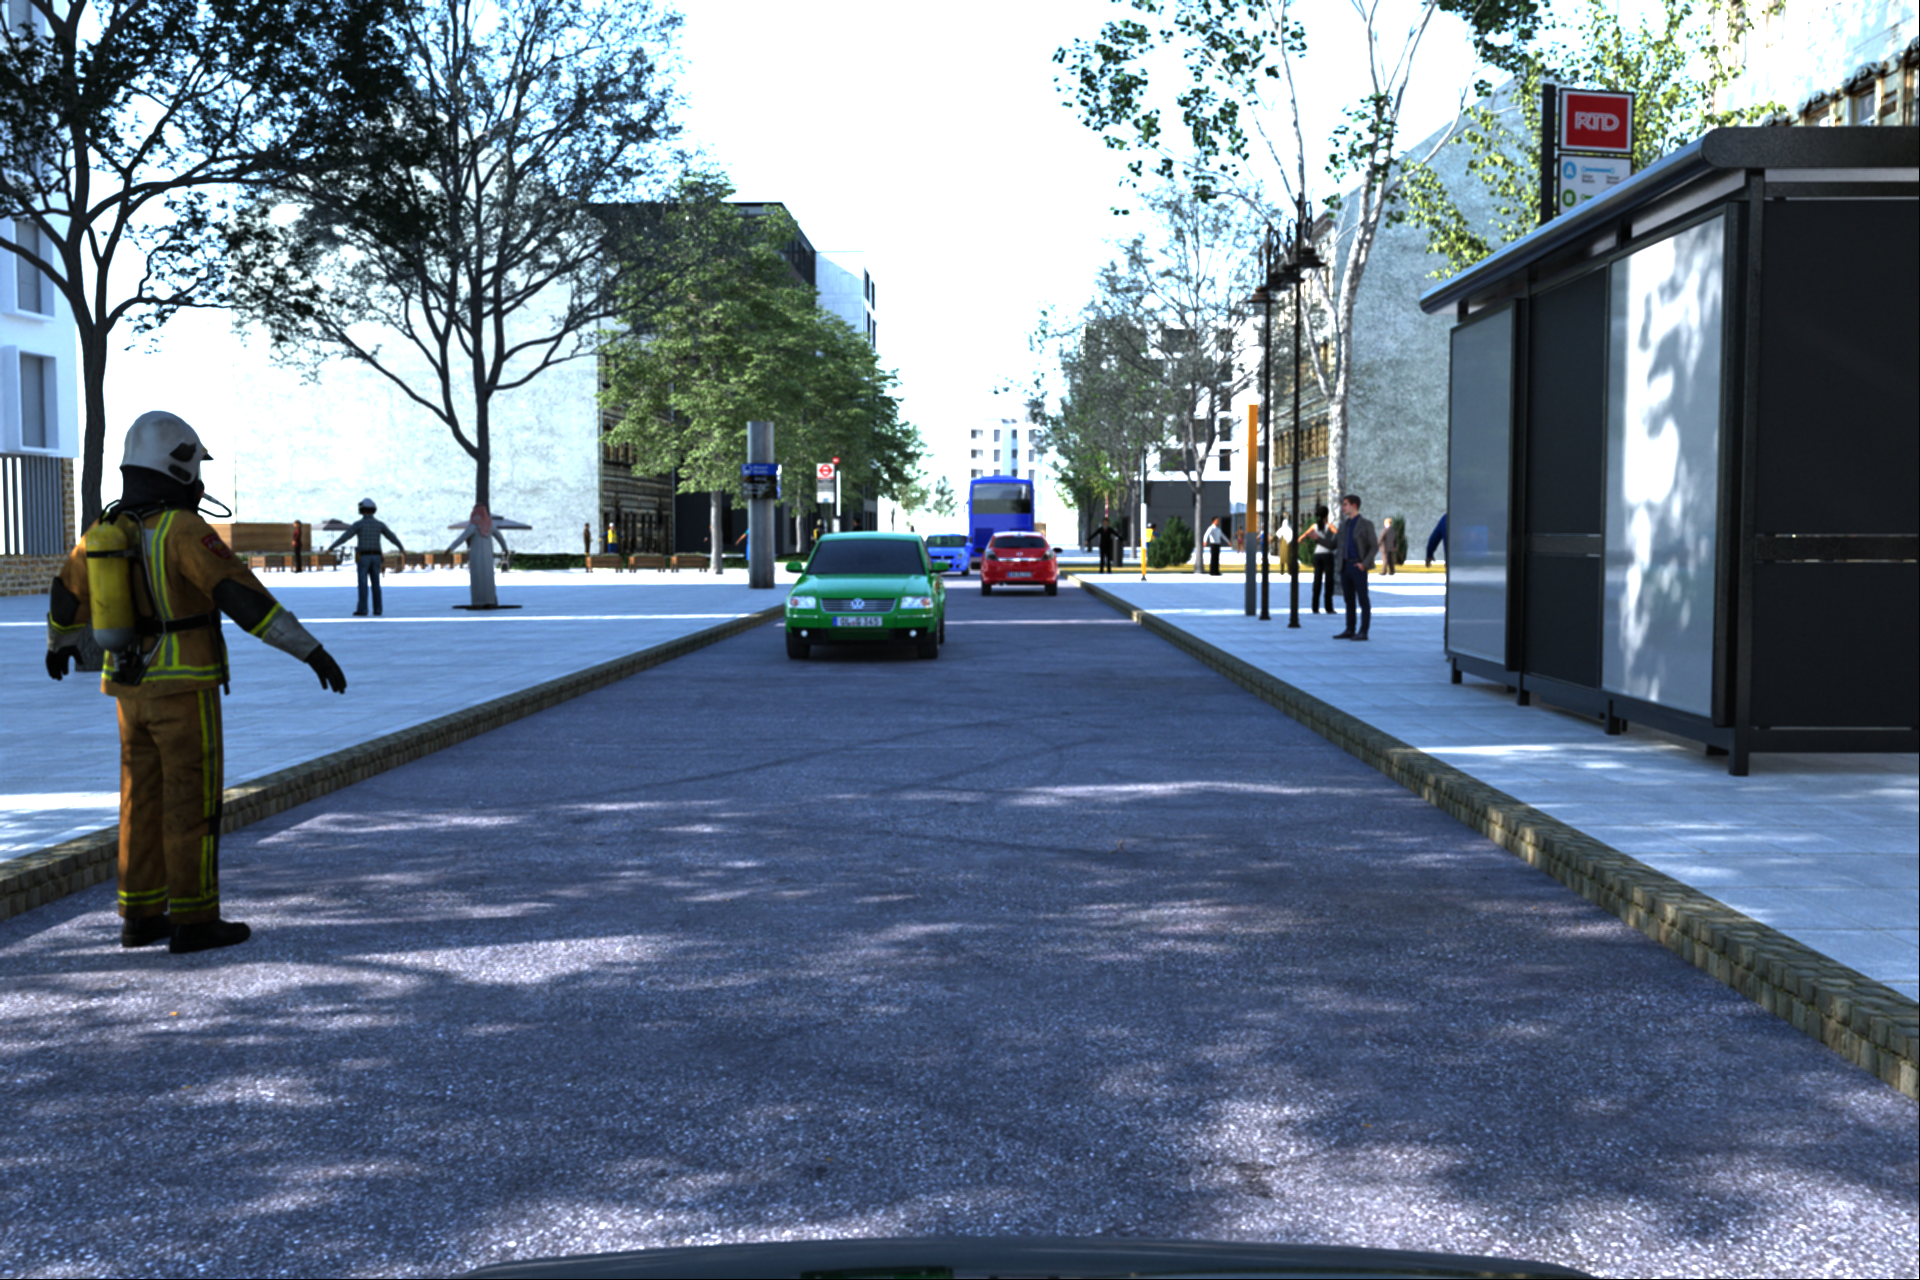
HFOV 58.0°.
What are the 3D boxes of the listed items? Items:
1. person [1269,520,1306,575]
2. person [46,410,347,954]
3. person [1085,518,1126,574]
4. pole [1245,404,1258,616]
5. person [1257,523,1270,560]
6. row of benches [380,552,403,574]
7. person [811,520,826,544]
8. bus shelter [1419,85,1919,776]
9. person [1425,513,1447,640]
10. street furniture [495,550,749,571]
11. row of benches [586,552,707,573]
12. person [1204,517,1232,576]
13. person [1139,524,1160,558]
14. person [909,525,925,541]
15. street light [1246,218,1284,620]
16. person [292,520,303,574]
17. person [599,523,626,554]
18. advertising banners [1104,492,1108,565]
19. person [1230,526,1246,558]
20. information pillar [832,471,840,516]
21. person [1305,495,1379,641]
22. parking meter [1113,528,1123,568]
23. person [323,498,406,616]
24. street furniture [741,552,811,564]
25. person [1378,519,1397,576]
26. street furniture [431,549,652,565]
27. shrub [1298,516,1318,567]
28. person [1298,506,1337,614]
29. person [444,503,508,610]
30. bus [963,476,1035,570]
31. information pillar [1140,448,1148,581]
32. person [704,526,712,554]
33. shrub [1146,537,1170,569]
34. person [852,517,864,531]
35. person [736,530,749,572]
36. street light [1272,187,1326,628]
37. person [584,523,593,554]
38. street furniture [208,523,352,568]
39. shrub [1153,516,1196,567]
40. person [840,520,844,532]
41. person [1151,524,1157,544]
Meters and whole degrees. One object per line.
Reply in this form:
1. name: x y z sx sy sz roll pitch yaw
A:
1. person: 10.239 -2.901 54.204 1.217 1.736 0.721 2 4 32
2. person: -2.737 0.134 6.030 1.354 1.858 0.705 2 4 23
3. person: 4.723 -3.062 56.256 1.347 1.806 0.705 0 4 8
4. pole: 4.576 -2.039 27.184 0.158 3.312 0.155 0 3 0
5. person: 14.994 -4.872 85.519 0.705 1.847 1.347 -1 4 -22
6. row of benches: -18.967 -2.580 57.642 1.422 0.672 4.104 -1 4 -15
7. person: -5.577 -3.898 69.505 0.705 1.856 1.354 -3 5 -44
8. bus shelter: 4.981 -2.179 13.258 2.179 5.291 8.768 0 4 1
9. person: 5.489 -0.796 18.902 0.705 1.842 1.347 -2 4 -25
10. street furniture: -11.989 -2.953 63.911 10.072 0.657 5.734 -1 4 -16
11. row of benches: -10.314 -2.573 57.539 4.104 0.672 1.422 -2 4 -25
12. person: 7.823 -2.860 52.914 0.704 1.810 1.344 3 5 45
13. person: 10.012 -5.213 91.205 1.349 1.833 0.705 2 4 32
14. person: -1.922 -3.709 69.234 1.348 1.813 0.705 -1 4 -13
15. street light: 4.563 -3.239 25.748 0.468 5.910 1.993 0 4 1
16. person: -21.614 -3.029 56.328 0.721 1.729 1.215 -1 4 -19
17. person: -15.691 -4.390 78.240 1.216 1.772 0.721 -1 4 -20
18. advertising banners: 6.079 -4.663 72.420 0.090 3.025 2.074 0 4 2
19. person: 14.909 -5.203 91.873 1.217 1.733 0.721 2 4 26
20. information pillar: -4.631 -4.485 64.640 0.184 3.620 1.656 0 4 1
21. person: 4.623 -0.881 20.982 0.750 1.759 0.617 -1 4 -16
22. parking meter: 6.048 -3.544 66.347 0.372 1.533 0.369 0 3 0
23. person: -9.356 -1.316 27.354 1.345 1.849 0.704 -3 5 -43
24. street furniture: -6.207 -3.663 75.510 10.072 0.657 5.734 2 4 35
25. person: 13.132 -2.861 53.379 0.990 1.755 0.434 -3 4 -37
26. street furniture: -17.817 -3.570 73.989 10.072 0.657 5.734 0 4 -6
27. shrub: 13.761 -3.852 67.404 1.690 2.028 1.600 0 3 0
28. person: 5.912 -1.296 27.997 1.217 1.737 0.721 3 4 36
29. person: -8.132 -1.417 29.322 0.704 1.811 1.347 2 4 34
30. bus: 1.576 -4.917 71.934 2.896 3.916 12.251 0 3 0
31. information pillar: 5.057 -3.441 47.610 0.183 3.616 0.504 0 4 1
32. person: -12.142 -4.749 84.373 0.721 1.740 1.216 1 4 17
33. shrub: 7.261 -3.204 63.497 1.383 1.207 1.383 0 3 0
34. person: -3.416 -3.130 57.103 0.705 1.837 1.347 2 4 33
35. person: -7.014 -3.207 58.560 1.347 1.817 0.704 2 4 35
36. street light: 4.586 -3.107 23.591 0.468 5.910 1.993 0 4 1
37. person: -18.036 -4.762 83.990 0.704 1.812 1.346 -1 4 -21
38. street furniture: -29.221 -3.765 68.414 11.010 1.723 9.812 1 4 14
39. shrub: 8.494 -3.918 68.484 1.690 2.028 1.600 0 3 0
40. person: -4.292 -3.355 61.078 0.704 1.802 1.346 0 4 7
41. person: 10.501 -5.336 93.387 0.704 1.843 1.345 1 4 11
